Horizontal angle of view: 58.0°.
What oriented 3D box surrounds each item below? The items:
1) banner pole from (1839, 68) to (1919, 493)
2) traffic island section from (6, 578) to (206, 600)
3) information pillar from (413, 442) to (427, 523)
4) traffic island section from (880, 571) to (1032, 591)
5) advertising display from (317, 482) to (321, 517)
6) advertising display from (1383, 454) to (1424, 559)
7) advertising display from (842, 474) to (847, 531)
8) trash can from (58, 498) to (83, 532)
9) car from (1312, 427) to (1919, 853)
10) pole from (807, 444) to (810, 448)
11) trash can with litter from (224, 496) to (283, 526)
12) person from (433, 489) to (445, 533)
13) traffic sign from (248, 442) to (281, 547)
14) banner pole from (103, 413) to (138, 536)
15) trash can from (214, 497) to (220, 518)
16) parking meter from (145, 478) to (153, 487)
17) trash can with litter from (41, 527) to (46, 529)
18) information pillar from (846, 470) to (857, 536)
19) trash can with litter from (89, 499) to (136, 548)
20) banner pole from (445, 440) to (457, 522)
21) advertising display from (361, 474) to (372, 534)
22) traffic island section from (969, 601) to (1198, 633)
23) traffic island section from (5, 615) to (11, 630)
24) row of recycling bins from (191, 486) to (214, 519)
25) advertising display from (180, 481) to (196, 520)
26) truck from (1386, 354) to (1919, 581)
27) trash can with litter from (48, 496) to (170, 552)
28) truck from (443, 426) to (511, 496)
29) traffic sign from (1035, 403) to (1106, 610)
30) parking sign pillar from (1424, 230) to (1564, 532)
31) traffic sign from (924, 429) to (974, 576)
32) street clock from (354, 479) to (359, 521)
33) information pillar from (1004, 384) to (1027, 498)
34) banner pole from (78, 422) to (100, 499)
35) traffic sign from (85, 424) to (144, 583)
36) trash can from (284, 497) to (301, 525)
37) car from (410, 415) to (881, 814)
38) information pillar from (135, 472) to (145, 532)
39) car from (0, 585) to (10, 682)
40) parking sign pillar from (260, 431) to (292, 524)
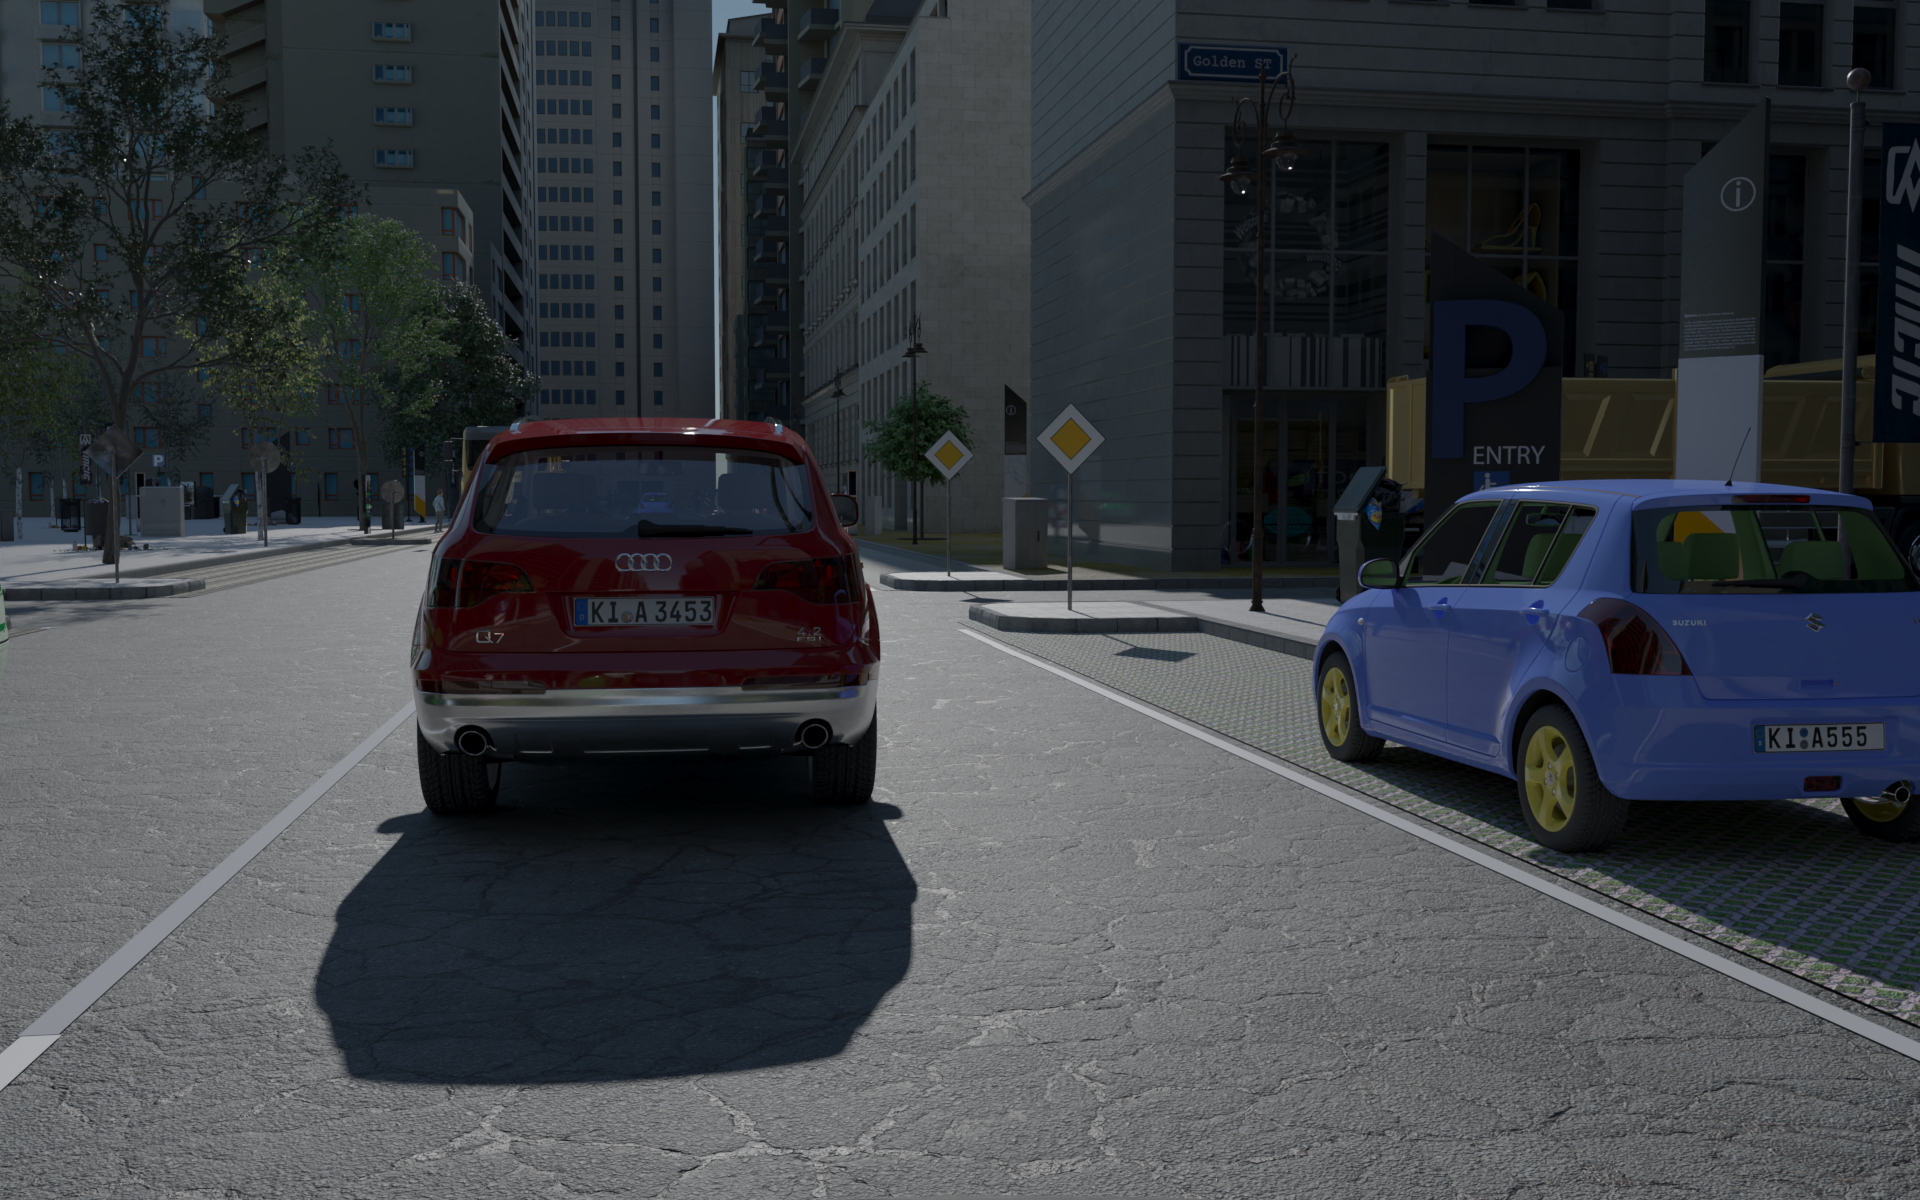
[{"bbox_3d":[5.514,-1.243,10.333,0.863,3.779,0.401,-1,4,-9],"label":"banner pole"},{"bbox_3d":[-12.161,-0.163,24.952,2.009,0.180,2.903,-1,4,-10],"label":"traffic island section"},{"bbox_3d":[-24.075,-5.250,77.186,0.504,3.616,0.183,-3,5,-40],"label":"information pillar"},{"bbox_3d":[-0.154,-0.292,27.061,2.009,0.180,2.903,-1,4,-10],"label":"traffic island section"},{"bbox_3d":[-35.659,-5.578,96.415,0.123,1.923,0.974,-1,4,-17],"label":"advertising display"},{"bbox_3d":[7.225,-1.388,27.902,0.974,1.923,0.123,-2,4,-24],"label":"advertising display"},{"bbox_3d":[-3.632,-3.068,55.372,0.123,1.923,0.974,-1,4,-11],"label":"advertising display"},{"bbox_3d":[-29.954,-2.855,58.332,0.748,1.137,0.748,0,3,0],"label":"trash can"},{"bbox_3d":[2.984,0.079,8.293,1.945,1.707,3.694,-1,4,-9],"label":"car"},{"bbox_3d":[-6.268,-4.732,71.204,0.158,3.312,0.155,0,3,0],"label":"pole"},{"bbox_3d":[-28.701,-3.628,70.381,2.233,1.210,1.678,-1,4,-23],"label":"trash can with litter"},{"bbox_3d":[-19.250,-3.291,64.115,0.330,1.601,0.589,-3,5,-44],"label":"person"},{"bbox_3d":[-16.919,-2.571,42.145,0.768,2.556,0.104,0,4,-5],"label":"traffic sign"},{"bbox_3d":[-25.883,-3.876,53.396,0.863,3.779,0.401,-2,4,-28],"label":"banner pole"},{"bbox_3d":[-39.433,-4.884,91.505,0.748,1.137,0.748,0,3,0],"label":"trash can"},{"bbox_3d":[-29.415,-3.481,62.625,0.255,1.863,0.399,3,4,39],"label":"parking meter"},{"bbox_3d":[-33.406,-3.315,65.253,2.233,1.210,1.678,-1,4,-9],"label":"trash can with litter"},{"bbox_3d":[-3.336,-2.994,53.436,0.304,2.012,0.304,-1,4,-12],"label":"information pillar"},{"bbox_3d":[-20.348,-1.848,41.600,1.055,1.170,0.624,0,4,5],"label":"trash can with litter"},{"bbox_3d":[-23.799,-5.565,81.009,0.401,3.779,0.863,1,4,17],"label":"banner pole"},{"bbox_3d":[-19.059,-3.085,55.649,0.123,1.923,0.974,-1,4,-9],"label":"advertising display"},{"bbox_3d":[1.235,0.189,19.197,2.009,0.180,2.903,-1,4,-10],"label":"traffic island section"},{"bbox_3d":[-10.772,0.318,17.089,2.009,0.180,2.903,-1,4,-10],"label":"traffic island section"},{"bbox_3d":[-38.926,-5.012,89.056,1.069,1.692,3.534,-1,4,-20],"label":"row of recycling bins"},{"bbox_3d":[-38.235,-4.921,85.675,0.974,1.923,0.123,1,4,16],"label":"advertising display"},{"bbox_3d":[11.172,-1.763,24.744,9.791,3.379,3.469,-1,4,-9],"label":"truck"},{"bbox_3d":[-19.234,-1.731,39.367,2.233,1.210,1.678,-1,4,-11],"label":"trash can with litter"},{"bbox_3d":[-13.360,-3.440,52.164,3.469,3.379,9.791,-1,4,-11],"label":"truck"},{"bbox_3d":[1.213,-0.946,19.116,0.795,2.450,0.064,-1,4,-10],"label":"traffic sign"},{"bbox_3d":[5.383,-1.774,17.484,1.447,3.967,1.447,1,4,21],"label":"parking sign pillar"},{"bbox_3d":[-0.176,-1.427,26.979,0.795,2.450,0.064,-1,4,-10],"label":"traffic sign"},{"bbox_3d":[-28.793,-4.800,83.053,0.471,2.002,0.358,1,4,9],"label":"street clock"},{"bbox_3d":[1.164,-2.778,36.778,0.504,3.616,0.183,0,4,2],"label":"information pillar"},{"bbox_3d":[-30.297,-4.304,60.395,0.401,3.779,0.863,3,4,37],"label":"banner pole"},{"bbox_3d":[-12.139,-1.300,24.895,0.795,2.450,0.064,-1,4,-10],"label":"traffic sign"},{"bbox_3d":[-27.864,-3.713,72.365,0.748,1.137,0.748,0,3,0],"label":"trash can"},{"bbox_3d":[-1.628,-0.045,9.406,2.281,1.827,5.304,-1,4,-8],"label":"car"},{"bbox_3d":[-27.814,-3.322,58.803,0.304,2.012,0.304,-2,4,-27],"label":"information pillar"},{"bbox_3d":[-6.031,0.051,7.966,1.959,1.807,4.718,-1,4,-9],"label":"car"},{"bbox_3d":[-29.302,-5.236,74.083,1.447,3.967,1.447,-1,4,-14],"label":"parking sign pillar"}]
